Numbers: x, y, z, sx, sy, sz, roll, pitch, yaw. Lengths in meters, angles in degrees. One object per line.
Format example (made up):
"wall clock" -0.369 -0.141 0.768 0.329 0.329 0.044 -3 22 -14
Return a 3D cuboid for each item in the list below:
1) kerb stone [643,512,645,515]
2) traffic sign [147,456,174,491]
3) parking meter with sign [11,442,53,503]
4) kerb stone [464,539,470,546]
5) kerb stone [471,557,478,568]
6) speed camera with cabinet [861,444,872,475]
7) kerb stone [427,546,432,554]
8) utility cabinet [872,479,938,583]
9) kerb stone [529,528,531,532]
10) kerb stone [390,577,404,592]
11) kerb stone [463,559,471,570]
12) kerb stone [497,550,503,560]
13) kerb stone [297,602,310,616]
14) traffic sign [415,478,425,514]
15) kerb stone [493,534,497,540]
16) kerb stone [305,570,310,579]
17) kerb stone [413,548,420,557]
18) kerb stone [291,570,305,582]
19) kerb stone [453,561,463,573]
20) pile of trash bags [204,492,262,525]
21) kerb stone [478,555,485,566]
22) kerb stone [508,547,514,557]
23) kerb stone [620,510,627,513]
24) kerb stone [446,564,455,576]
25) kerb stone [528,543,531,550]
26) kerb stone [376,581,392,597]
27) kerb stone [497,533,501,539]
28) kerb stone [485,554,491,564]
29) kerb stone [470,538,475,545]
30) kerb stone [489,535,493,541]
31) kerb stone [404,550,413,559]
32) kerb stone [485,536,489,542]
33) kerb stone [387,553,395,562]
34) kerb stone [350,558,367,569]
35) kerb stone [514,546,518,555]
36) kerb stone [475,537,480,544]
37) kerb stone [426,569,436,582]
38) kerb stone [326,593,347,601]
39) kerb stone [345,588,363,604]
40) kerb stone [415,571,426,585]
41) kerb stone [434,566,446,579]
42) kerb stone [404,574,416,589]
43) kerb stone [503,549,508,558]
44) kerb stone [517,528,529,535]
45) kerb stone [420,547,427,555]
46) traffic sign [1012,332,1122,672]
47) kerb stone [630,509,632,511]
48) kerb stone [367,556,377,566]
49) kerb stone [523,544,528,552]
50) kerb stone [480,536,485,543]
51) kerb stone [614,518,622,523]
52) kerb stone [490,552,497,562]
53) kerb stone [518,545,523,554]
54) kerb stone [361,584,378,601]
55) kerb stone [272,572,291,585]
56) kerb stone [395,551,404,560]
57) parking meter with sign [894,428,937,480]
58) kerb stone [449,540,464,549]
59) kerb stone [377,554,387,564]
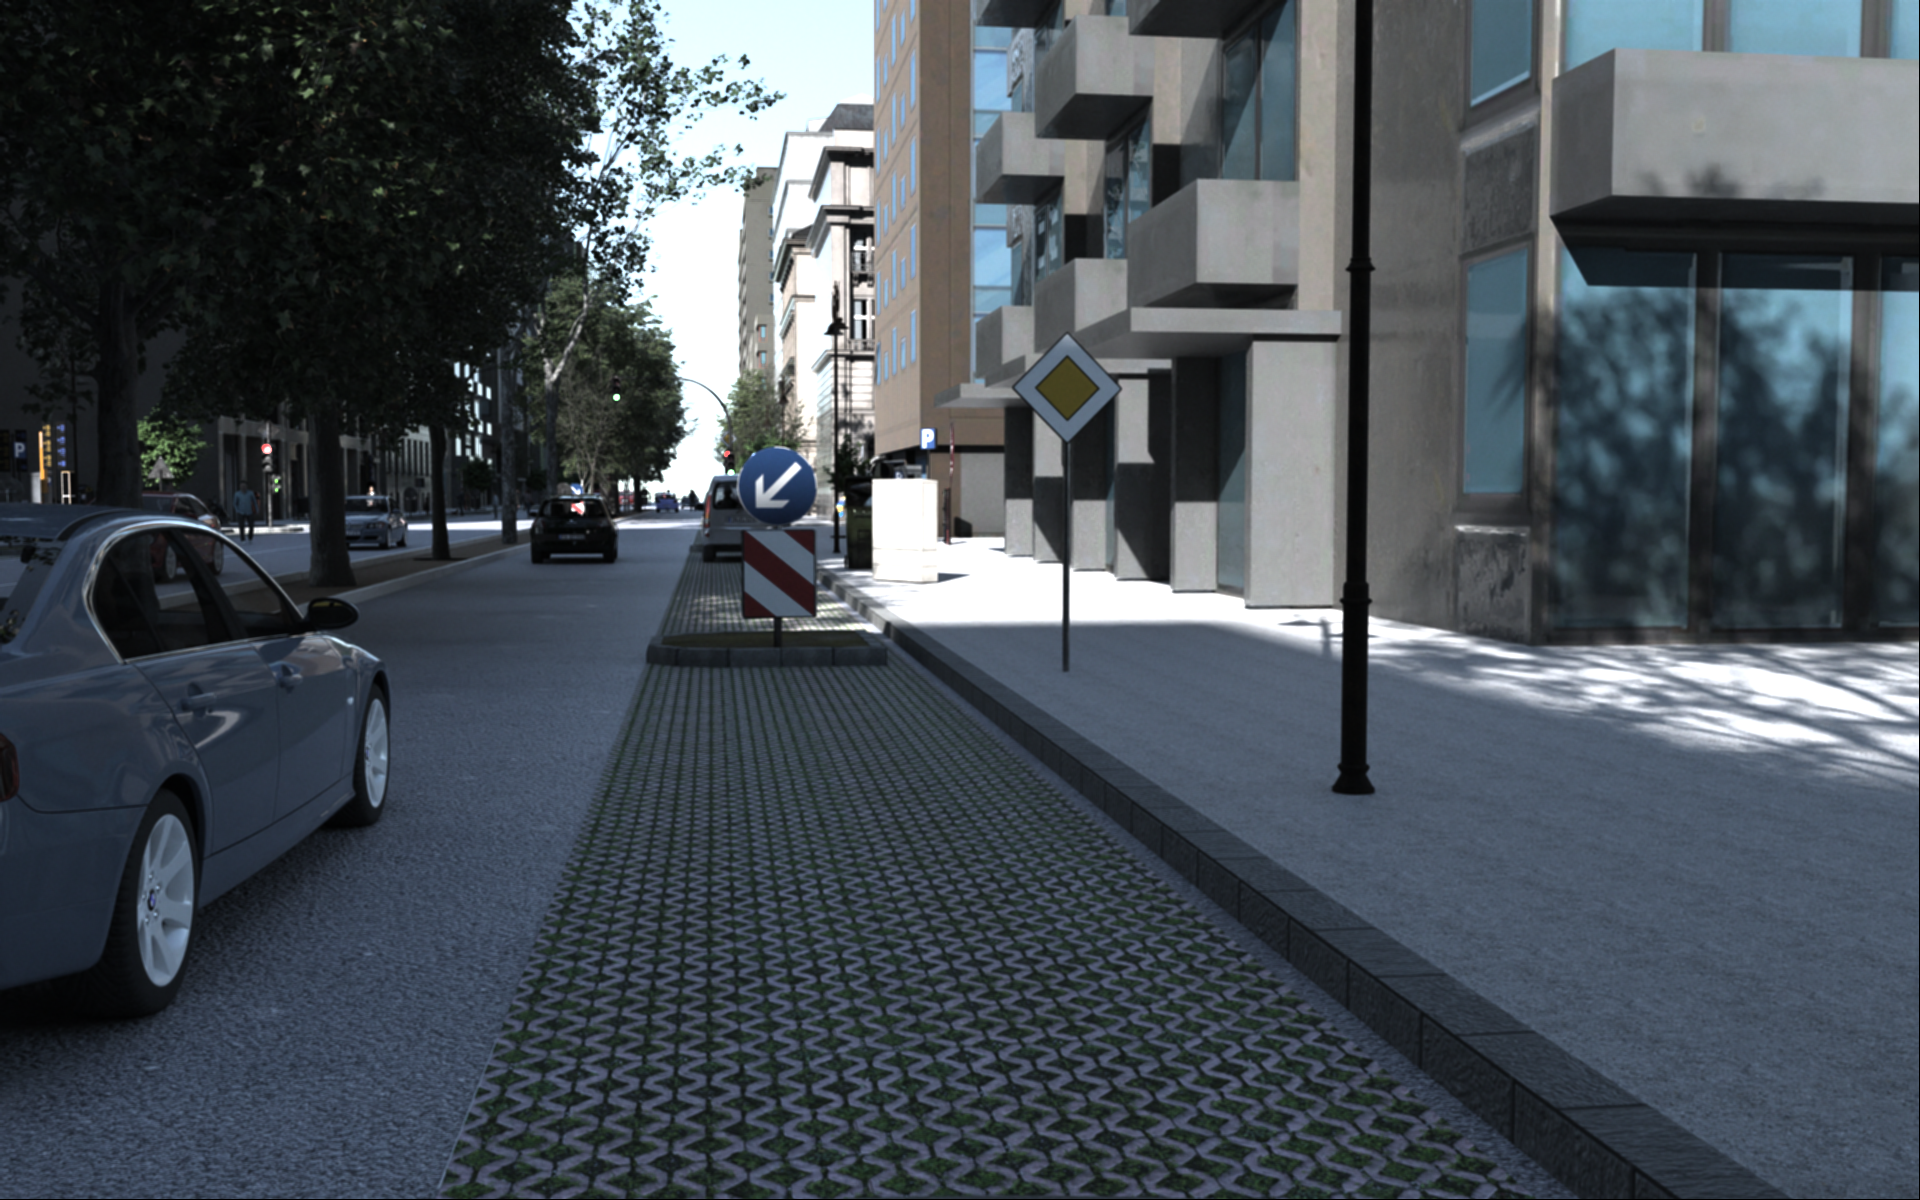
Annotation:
"kerb stone" -21.234 -5.694 115.305 0.120 0.150 1.000 -1 4 -8
"traffic sign" -27.060 -3.587 58.648 0.884 2.594 0.081 0 4 -5
"parking meter with sign" -30.582 -3.748 57.549 1.738 3.016 0.543 1 4 17
"kerb stone" -13.654 -1.547 47.520 0.120 0.150 1.000 -1 4 -8
"kerb stone" -9.545 -0.699 33.628 0.120 0.150 1.000 -1 4 -8
"speed camera with cabinet" -3.323 -4.549 68.714 0.660 3.252 2.038 -3 4 -37
"kerb stone" -12.778 -1.176 41.429 0.120 0.150 1.000 -1 4 -8
"utility cabinet" -0.798 -1.012 25.220 0.318 1.500 1.173 -3 5 -40
"kerb stone" -15.983 -2.537 63.755 0.120 0.150 1.000 -1 4 -8
"kerb stone" -8.375 -0.202 25.503 0.120 0.150 1.000 -1 4 -8
"kerb stone" -9.391 -0.637 32.612 0.120 0.150 1.000 -1 4 -8
"kerb stone" -10.125 -0.947 37.683 0.120 0.150 1.000 -1 4 -8
"kerb stone" -7.640 0.109 20.414 0.120 0.150 1.000 -1 4 -8
"traffic sign" -34.415 -6.619 110.349 0.606 2.300 0.079 0 4 0
"kerb stone" -14.525 -1.920 53.605 0.120 0.150 1.000 -1 4 -8
"kerb stone" -11.036 -0.419 29.237 0.120 0.150 1.000 -1 4 -8
"kerb stone" -12.487 -1.052 39.394 0.120 0.150 1.000 -1 4 -8
"kerb stone" -10.895 -0.368 28.223 0.120 0.150 1.000 -1 4 -8
"kerb stone" -9.248 -0.575 31.600 0.120 0.150 1.000 -1 4 -8
"pile of trash bags" -31.321 -3.874 73.091 3.447 1.369 1.912 -2 4 -29
"kerb stone" -9.680 -0.761 34.642 0.120 0.150 1.000 -1 4 -8
"kerb stone" -10.410 -1.071 39.714 0.120 0.150 1.000 -1 4 -8
"kerb stone" -26.087 -6.858 134.316 0.120 0.150 1.000 -1 4 -8
"kerb stone" -9.102 -0.507 30.583 0.120 0.150 1.000 -1 4 -8
"kerb stone" -10.991 -1.316 43.765 0.120 0.150 1.000 -1 4 -8
"kerb stone" -8.229 -0.140 24.488 0.120 0.150 1.000 -1 4 -8
"kerb stone" -14.665 -1.983 54.618 0.120 0.150 1.000 -1 4 -8
"kerb stone" -9.832 -0.823 35.653 0.120 0.150 1.000 -1 4 -8
"kerb stone" -13.805 -1.607 48.538 0.120 0.150 1.000 -1 4 -8
"kerb stone" -14.387 -1.859 52.592 0.120 0.150 1.000 -1 4 -8
"kerb stone" -12.333 -0.990 38.378 0.120 0.150 1.000 -1 4 -8
"kerb stone" -14.240 -1.797 51.580 0.120 0.150 1.000 -1 4 -8
"kerb stone" -12.057 -0.865 36.346 0.120 0.150 1.000 -1 4 -8
"kerb stone" -11.608 -0.677 33.291 0.120 0.150 1.000 -1 4 -8
"kerb stone" -10.563 -1.128 40.725 0.120 0.150 1.000 -1 4 -8
"kerb stone" -13.942 -1.673 49.552 0.120 0.150 1.000 -1 4 -8
"kerb stone" -8.823 -0.389 28.551 0.120 0.150 1.000 -1 4 -8
"kerb stone" -7.792 0.047 21.434 0.120 0.150 1.000 -1 4 -8
"kerb stone" -7.941 -0.016 22.450 0.120 0.150 1.000 -1 4 -8
"kerb stone" -8.674 -0.327 27.540 0.120 0.150 1.000 -1 4 -8
"kerb stone" -8.961 -0.451 29.567 0.120 0.150 1.000 -1 4 -8
"kerb stone" -8.522 -0.262 26.529 0.120 0.150 1.000 -1 4 -8
"kerb stone" -10.267 -1.010 38.701 0.120 0.150 1.000 -1 4 -8
"kerb stone" -15.835 -2.480 62.739 0.120 0.150 1.000 -1 4 -8
"kerb stone" -12.639 -1.113 40.410 0.120 0.150 1.000 -1 4 -8
"traffic sign" 0.763 -0.689 12.455 0.795 2.450 0.064 0 4 -7
"kerb stone" -27.548 -7.478 144.467 0.120 0.150 1.000 -1 4 -8
"kerb stone" -11.762 -0.741 34.308 0.120 0.150 1.000 -1 4 -8
"kerb stone" -10.845 -1.257 42.753 0.120 0.150 1.000 -1 4 -8
"kerb stone" -14.084 -1.735 50.570 0.120 0.150 1.000 -1 4 -8
"kerb stone" -17.173 -3.951 86.887 0.120 0.150 1.000 -1 4 -8
"kerb stone" -9.981 -0.880 36.664 0.120 0.150 1.000 -1 4 -8
"kerb stone" -10.702 -1.195 41.738 0.120 0.150 1.000 -1 4 -8
"kerb stone" -8.087 -0.077 23.475 0.120 0.150 1.000 -1 4 -8
"kerb stone" -10.744 -0.307 27.212 0.120 0.150 1.000 -1 4 -8
"kerb stone" -12.197 -0.921 37.359 0.120 0.150 1.000 -1 4 -8
"parking meter with sign" -1.392 -3.009 45.452 0.543 3.016 1.738 3 5 43
"kerb stone" -13.510 -1.482 46.509 0.120 0.150 1.000 -1 4 -8
"kerb stone" -11.899 -0.803 35.327 0.120 0.150 1.000 -1 4 -8
